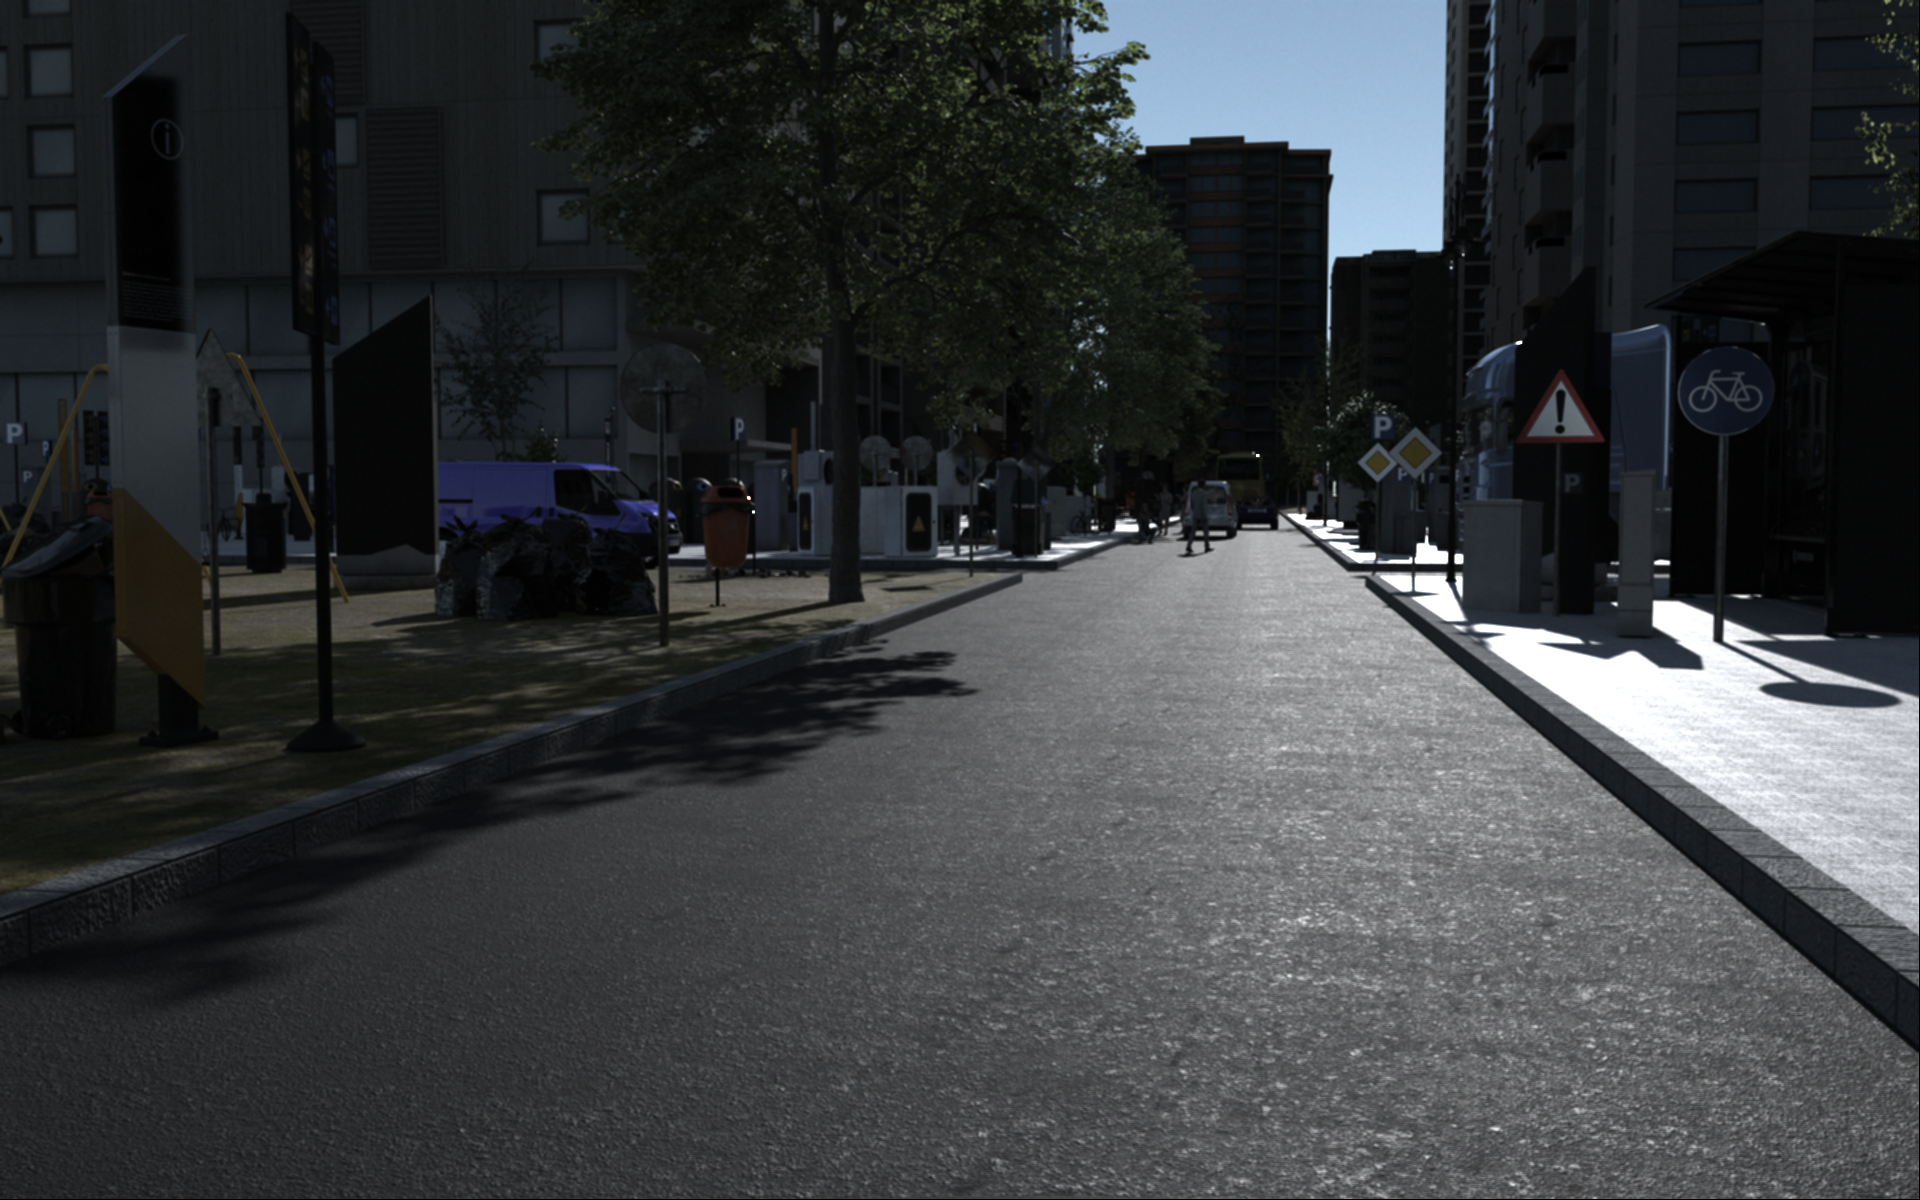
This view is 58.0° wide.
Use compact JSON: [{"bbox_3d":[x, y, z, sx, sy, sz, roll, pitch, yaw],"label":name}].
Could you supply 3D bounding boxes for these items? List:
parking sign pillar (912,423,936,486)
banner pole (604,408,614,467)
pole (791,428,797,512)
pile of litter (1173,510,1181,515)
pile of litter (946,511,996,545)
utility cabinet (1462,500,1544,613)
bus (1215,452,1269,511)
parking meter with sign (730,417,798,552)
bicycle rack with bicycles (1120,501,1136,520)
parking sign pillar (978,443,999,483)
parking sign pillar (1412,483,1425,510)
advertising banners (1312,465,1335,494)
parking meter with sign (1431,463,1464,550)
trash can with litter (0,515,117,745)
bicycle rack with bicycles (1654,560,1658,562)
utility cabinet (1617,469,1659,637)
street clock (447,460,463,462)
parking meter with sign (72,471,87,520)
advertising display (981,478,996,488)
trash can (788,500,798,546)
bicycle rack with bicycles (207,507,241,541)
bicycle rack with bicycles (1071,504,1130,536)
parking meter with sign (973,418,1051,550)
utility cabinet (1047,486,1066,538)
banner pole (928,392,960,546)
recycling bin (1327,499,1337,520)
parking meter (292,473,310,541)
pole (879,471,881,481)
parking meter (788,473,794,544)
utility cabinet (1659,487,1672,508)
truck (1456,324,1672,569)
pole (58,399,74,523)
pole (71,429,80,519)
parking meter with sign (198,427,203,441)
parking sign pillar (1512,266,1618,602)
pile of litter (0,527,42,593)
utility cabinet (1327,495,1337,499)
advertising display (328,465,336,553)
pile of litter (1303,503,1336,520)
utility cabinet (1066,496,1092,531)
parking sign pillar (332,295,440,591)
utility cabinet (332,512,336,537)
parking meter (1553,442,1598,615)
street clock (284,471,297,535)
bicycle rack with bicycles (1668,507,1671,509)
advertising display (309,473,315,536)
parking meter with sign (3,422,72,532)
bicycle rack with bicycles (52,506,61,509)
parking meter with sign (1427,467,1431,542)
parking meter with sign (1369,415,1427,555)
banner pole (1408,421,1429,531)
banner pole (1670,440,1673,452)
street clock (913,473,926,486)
[{"bbox_3d":[-1.351,-4.786,66.716,1.447,3.967,1.447,2,4,28],"label":"parking sign pillar"},{"bbox_3d":[-10.120,-3.676,50.113,0.401,3.779,0.863,0,4,8],"label":"banner pole"},{"bbox_3d":[-5.125,-3.653,53.573,0.158,3.312,0.155,0,3,0],"label":"pole"},{"bbox_3d":[13.304,-5.790,108.637,1.176,0.858,1.719,1,4,20],"label":"pile of litter"},{"bbox_3d":[0.473,-1.851,44.226,1.719,0.858,1.176,3,4,37],"label":"pile of litter"},{"bbox_3d":[5.977,-0.485,19.099,0.306,1.237,1.020,-1,4,-21],"label":"utility cabinet"},{"bbox_3d":[16.362,-6.666,100.533,2.896,3.916,12.252,1,4,11],"label":"bus"},{"bbox_3d":[-4.250,-2.611,38.955,1.738,3.016,0.543,1,4,21],"label":"parking meter with sign"},{"bbox_3d":[7.379,-4.424,85.716,2.925,0.926,2.852,1,4,23],"label":"bicycle rack with bicycles"},{"bbox_3d":[1.510,-6.151,89.047,1.447,3.967,1.447,-3,5,-41],"label":"parking sign pillar"},{"bbox_3d":[19.741,-5.330,75.612,1.447,3.967,1.447,-1,4,-20],"label":"parking sign pillar"},{"bbox_3d":[21.740,-6.485,102.225,2.074,3.025,0.090,1,4,21],"label":"advertising banners"},{"bbox_3d":[11.798,-2.702,40.433,1.738,3.016,0.543,-3,5,-41],"label":"parking meter with sign"},{"bbox_3d":[-4.860,0.146,9.002,0.624,1.170,1.055,3,4,36],"label":"trash can with litter"},{"bbox_3d":[12.142,-1.228,33.461,2.925,0.926,2.852,2,4,30],"label":"bicycle rack with bicycles"},{"bbox_3d":[6.205,-0.442,15.902,0.318,1.500,1.173,1,4,22],"label":"utility cabinet"},{"bbox_3d":[-10.689,-1.966,36.714,0.471,2.002,0.358,1,4,19],"label":"street clock"},{"bbox_3d":[-28.929,-3.689,56.581,0.543,3.016,1.738,3,4,39],"label":"parking meter with sign"},{"bbox_3d":[1.307,-3.949,69.775,0.974,1.923,0.123,-2,4,-25],"label":"advertising display"},{"bbox_3d":[-3.767,-1.801,41.102,0.748,1.137,0.748,0,3,0],"label":"trash can"},{"bbox_3d":[-21.042,-2.085,47.476,2.852,0.926,2.925,-1,4,-11],"label":"bicycle rack with bicycles"},{"bbox_3d":[3.287,-2.474,53.828,2.852,0.926,2.925,2,4,31],"label":"bicycle rack with bicycles"},{"bbox_3d":[1.208,-2.663,39.806,1.738,3.016,0.543,-1,4,-8],"label":"parking meter with sign"},{"bbox_3d":[2.588,-2.543,50.260,1.173,1.500,0.318,-3,5,-44],"label":"utility cabinet"},{"bbox_3d":[-0.280,-3.220,42.662,0.401,3.779,0.863,3,5,44],"label":"banner pole"},{"bbox_3d":[18.772,-4.551,86.959,0.722,1.027,0.722,2,4,28],"label":"recycling bin"},{"bbox_3d":[-18.007,-2.545,47.318,0.399,1.863,0.255,1,4,19],"label":"parking meter"},{"bbox_3d":[-3.059,-4.361,65.149,0.158,3.312,0.155,0,3,0],"label":"pole"},{"bbox_3d":[-4.365,-2.290,43.154,0.399,1.863,0.255,-3,4,-37],"label":"parking meter"},{"bbox_3d":[22.686,-2.872,55.643,0.318,1.500,1.173,-1,4,-21],"label":"utility cabinet"},{"bbox_3d":[17.001,-2.314,27.595,18.799,4.110,2.967,1,4,9],"label":"truck"},{"bbox_3d":[-19.302,-2.660,37.326,0.158,3.312,0.155,0,3,0],"label":"pole"},{"bbox_3d":[-27.884,-3.716,54.601,0.158,3.312,0.155,0,3,0],"label":"pole"},{"bbox_3d":[-17.590,-2.649,39.567,0.543,3.016,1.738,-2,4,-25],"label":"parking meter with sign"},{"bbox_3d":[7.360,-2.003,21.217,1.447,3.967,1.447,-1,4,-20],"label":"parking sign pillar"},{"bbox_3d":[-12.442,-0.533,22.678,1.719,0.858,1.176,1,4,11],"label":"pile of litter"},{"bbox_3d":[21.286,-5.340,98.462,1.020,1.237,0.306,2,4,30],"label":"utility cabinet"},{"bbox_3d":[-13.990,-2.023,38.295,0.123,1.923,0.974,-2,4,-33],"label":"advertising display"},{"bbox_3d":[17.648,-4.337,84.872,1.719,0.858,1.176,1,4,10],"label":"pile of litter"},{"bbox_3d":[4.094,-3.033,60.753,1.020,1.237,0.306,-1,4,-19],"label":"utility cabinet"},{"bbox_3d":[-7.822,-2.149,23.612,1.447,3.967,1.447,-1,4,-9],"label":"parking sign pillar"},{"bbox_3d":[-18.500,-2.642,51.882,0.318,1.500,1.173,2,4,24],"label":"utility cabinet"},{"bbox_3d":[6.568,-0.783,18.521,0.399,1.863,0.255,3,5,40],"label":"parking meter"},{"bbox_3d":[-21.104,-3.066,54.703,0.358,2.002,0.471,0,4,7],"label":"street clock"},{"bbox_3d":[18.628,-2.050,46.906,2.925,0.926,2.852,2,4,35],"label":"bicycle rack with bicycles"},{"bbox_3d":[-19.423,-2.917,52.899,0.974,1.923,0.123,0,4,1],"label":"advertising display"},{"bbox_3d":[-22.832,-2.849,42.849,0.543,3.016,1.738,0,4,3],"label":"parking meter with sign"},{"bbox_3d":[-52.989,-5.197,98.350,2.925,0.926,2.852,-1,4,-17],"label":"bicycle rack with bicycles"},{"bbox_3d":[12.887,-3.060,46.284,1.738,3.016,0.543,-1,4,-12],"label":"parking meter with sign"},{"bbox_3d":[9.395,-2.512,37.340,0.543,3.016,1.738,0,4,-8],"label":"parking meter with sign"},{"bbox_3d":[15.880,-4.270,59.838,0.863,3.779,0.401,1,4,8],"label":"banner pole"},{"bbox_3d":[29.378,-4.948,70.922,0.863,3.779,0.401,3,5,45],"label":"banner pole"},{"bbox_3d":[-1.399,-3.411,60.334,0.358,2.002,0.471,-3,4,-37],"label":"street clock"}]
